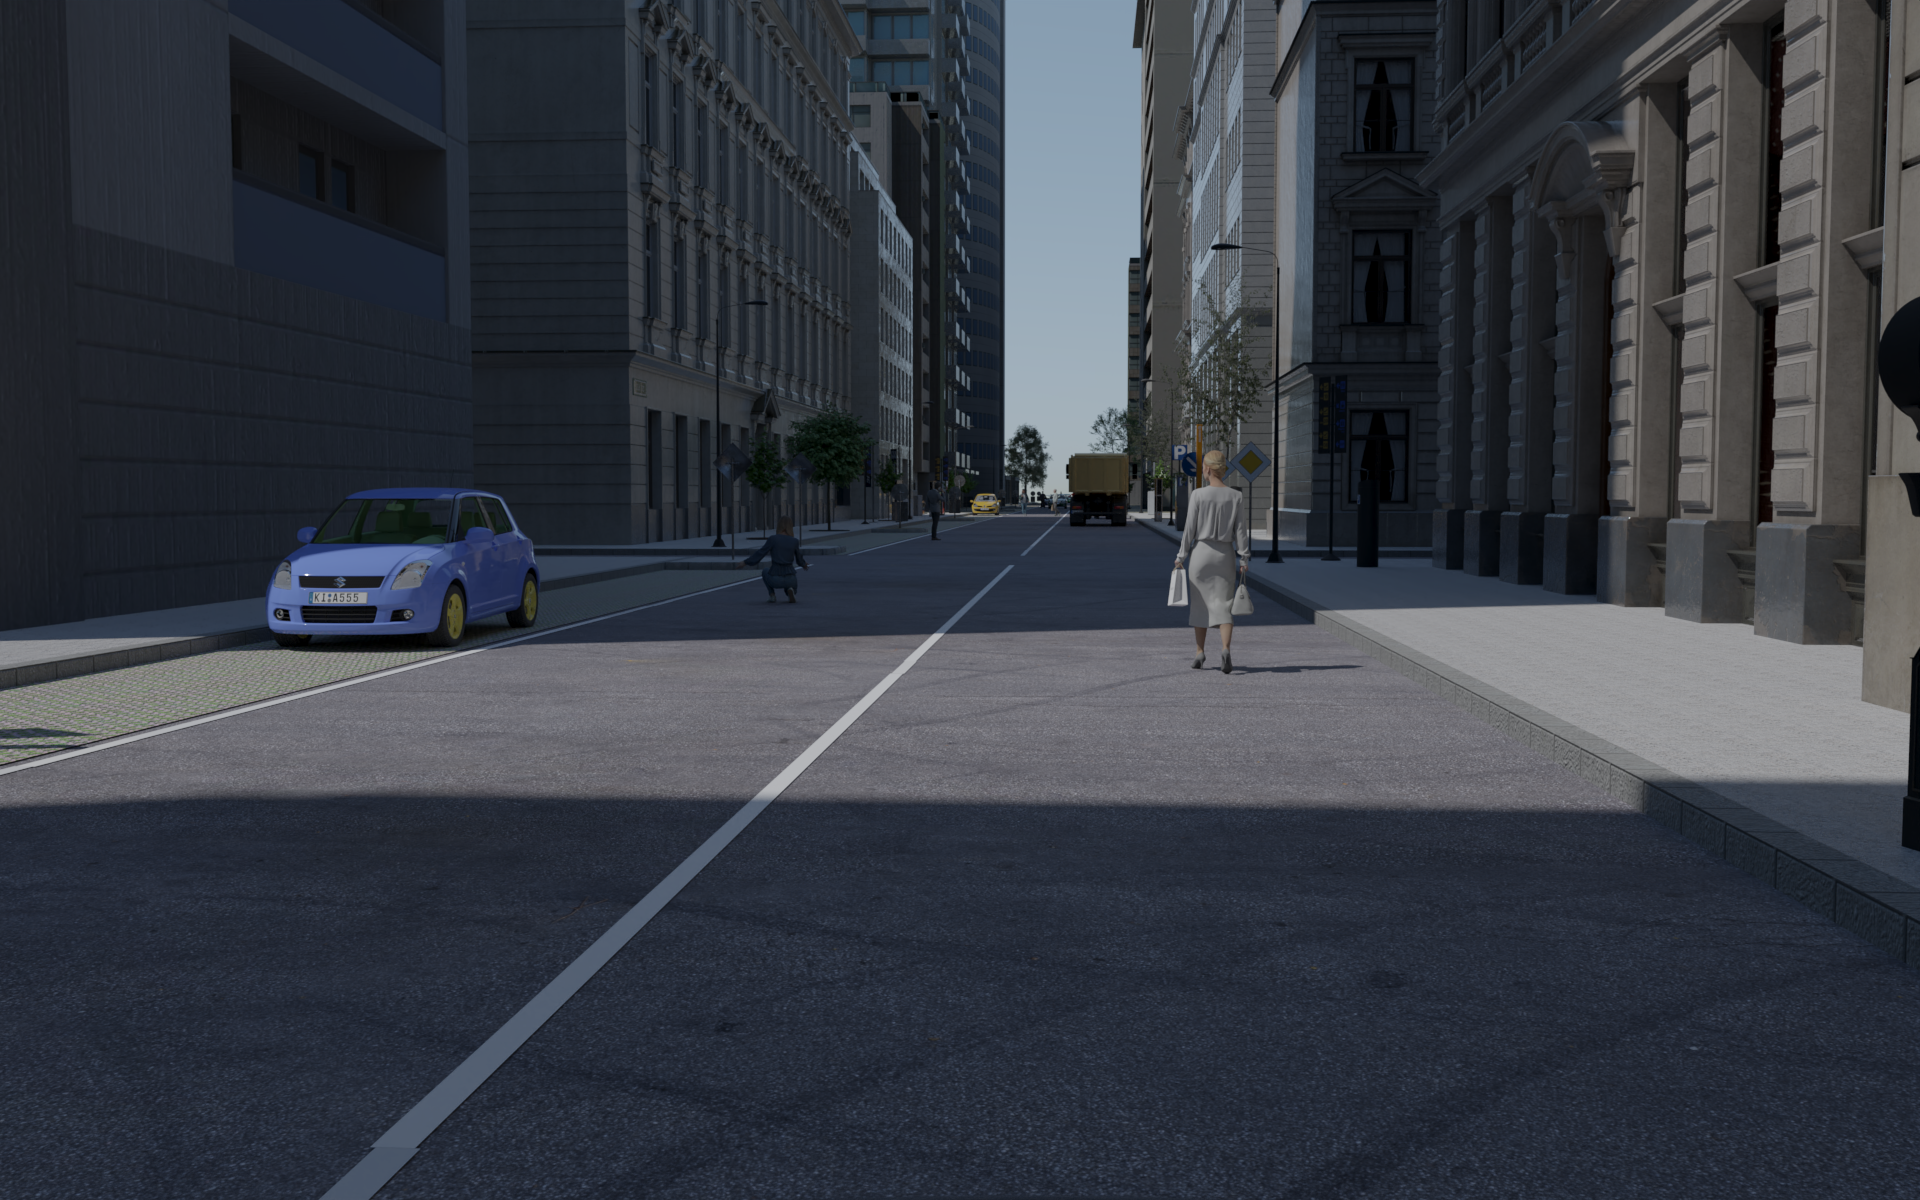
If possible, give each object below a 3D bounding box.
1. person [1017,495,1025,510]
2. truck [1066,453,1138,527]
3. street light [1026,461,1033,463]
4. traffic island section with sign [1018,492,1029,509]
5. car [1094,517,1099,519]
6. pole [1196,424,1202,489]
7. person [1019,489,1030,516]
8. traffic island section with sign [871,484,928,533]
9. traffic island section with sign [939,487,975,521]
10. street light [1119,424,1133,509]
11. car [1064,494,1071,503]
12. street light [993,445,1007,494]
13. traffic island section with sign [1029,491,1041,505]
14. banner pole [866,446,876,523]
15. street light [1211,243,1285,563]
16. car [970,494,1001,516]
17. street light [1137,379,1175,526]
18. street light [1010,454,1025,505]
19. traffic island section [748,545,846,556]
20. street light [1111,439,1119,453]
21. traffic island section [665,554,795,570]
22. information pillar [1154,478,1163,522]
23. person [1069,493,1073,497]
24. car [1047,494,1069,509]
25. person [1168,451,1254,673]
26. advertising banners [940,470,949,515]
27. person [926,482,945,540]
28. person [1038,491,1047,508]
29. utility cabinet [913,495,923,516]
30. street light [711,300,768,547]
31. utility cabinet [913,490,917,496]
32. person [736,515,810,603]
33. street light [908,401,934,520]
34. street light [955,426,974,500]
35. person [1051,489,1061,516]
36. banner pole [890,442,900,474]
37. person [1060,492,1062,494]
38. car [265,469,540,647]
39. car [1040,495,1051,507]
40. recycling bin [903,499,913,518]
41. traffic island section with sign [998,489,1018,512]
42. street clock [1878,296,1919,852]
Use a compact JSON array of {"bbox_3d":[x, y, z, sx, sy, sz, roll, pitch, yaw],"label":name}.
[{"bbox_3d":[5.680,-9.023,156.731,1.217,1.736,0.721,0,4,-1],"label":"person"},{"bbox_3d":[6.483,-5.155,80.209,3.469,3.379,9.791,0,4,6],"label":"truck"},{"bbox_3d":[9.730,-16.742,246.278,1.470,5.913,1.316,0,4,4],"label":"street light"},{"bbox_3d":[5.460,-9.777,168.482,1.989,1.847,2.006,0,4,4],"label":"traffic island section with sign"},{"bbox_3d":[8.693,-5.547,100.917,2.015,1.641,3.980,0,4,2],"label":"car"},{"bbox_3d":[6.999,-3.479,50.719,0.158,3.312,0.155,0,3,0],"label":"pole"},{"bbox_3d":[4.202,-6.413,113.702,0.623,1.781,0.721,-1,4,-22],"label":"person"},{"bbox_3d":[-2.208,-3.412,64.413,1.989,1.847,2.006,0,4,4],"label":"traffic island section with sign"},{"bbox_3d":[-0.226,-5.056,91.296,1.989,1.847,2.006,0,4,4],"label":"traffic island section with sign"},{"bbox_3d":[11.542,-8.736,115.368,1.470,5.913,1.316,0,4,4],"label":"street light"},{"bbox_3d":[14.193,-13.667,232.252,1.959,1.807,4.718,0,4,5],"label":"car"},{"bbox_3d":[3.733,-11.683,163.564,1.470,5.913,1.316,0,4,4],"label":"street light"},{"bbox_3d":[9.470,-13.112,223.009,1.989,1.847,2.006,0,4,4],"label":"traffic island section with sign"},{"bbox_3d":[-4.060,-5.402,78.331,0.401,3.779,0.863,-3,4,-38],"label":"banner pole"},{"bbox_3d":[5.343,-3.649,32.201,1.470,5.913,1.316,0,4,4],"label":"street light"},{"bbox_3d":[1.722,-6.409,115.008,2.015,1.641,3.980,0,4,3],"label":"car"},{"bbox_3d":[8.023,-5.964,70.046,1.470,5.913,1.316,0,4,4],"label":"street light"},{"bbox_3d":[6.451,-13.969,200.939,1.470,5.913,1.316,0,4,4],"label":"street light"},{"bbox_3d":[-3.869,-1.194,41.808,2.009,0.180,2.903,0,4,4],"label":"traffic island section"},{"bbox_3d":[13.729,-10.611,146.025,1.470,5.913,1.316,0,4,4],"label":"street light"},{"bbox_3d":[-4.455,-0.707,33.844,2.009,0.180,2.903,0,4,4],"label":"traffic island section"},{"bbox_3d":[9.227,-4.653,80.576,0.304,2.012,0.304,-1,4,-12],"label":"information pillar"},{"bbox_3d":[13.377,-11.964,204.066,1.348,1.831,0.705,1,4,22],"label":"person"},{"bbox_3d":[9.557,-9.639,169.389,2.131,1.459,4.920,0,4,4],"label":"car"},{"bbox_3d":[2.014,-0.311,13.933,0.694,1.780,0.624,1,4,11],"label":"person"},{"bbox_3d":[-1.016,-6.885,108.762,0.090,3.025,2.074,-1,4,-16],"label":"advertising banners"},{"bbox_3d":[-0.754,-2.754,53.711,0.473,1.802,0.592,-2,4,-29],"label":"person"},{"bbox_3d":[8.409,-10.203,175.867,0.990,1.755,0.434,1,4,23],"label":"person"},{"bbox_3d":[-2.474,-5.517,101.364,0.306,1.237,1.020,-1,4,-16],"label":"utility cabinet"},{"bbox_3d":[-5.289,-4.228,41.668,1.470,5.913,1.316,0,4,4],"label":"street light"},{"bbox_3d":[-3.188,-5.917,105.422,1.173,1.500,0.318,-1,4,-10],"label":"utility cabinet"},{"bbox_3d":[-2.465,-0.549,22.968,1.012,1.151,0.738,-1,4,-11],"label":"person"},{"bbox_3d":[-1.998,-7.001,87.006,1.470,5.913,1.316,0,4,4],"label":"street light"},{"bbox_3d":[0.260,-8.898,118.025,1.470,5.913,1.316,0,4,4],"label":"street light"},{"bbox_3d":[6.231,-6.332,112.515,0.515,1.767,0.782,-1,4,-8],"label":"person"},{"bbox_3d":[-3.114,-5.758,84.156,0.401,3.779,0.863,-3,5,-44],"label":"banner pole"},{"bbox_3d":[14.400,-14.592,247.167,1.348,1.812,0.705,-2,4,-31],"label":"person"},{"bbox_3d":[-5.472,-0.469,17.260,1.945,1.707,3.694,0,4,3],"label":"car"},{"bbox_3d":[9.814,-10.897,190.738,1.945,1.354,3.894,0,4,3],"label":"car"},{"bbox_3d":[-2.981,-4.940,93.331,0.722,1.027,0.722,-2,4,-28],"label":"recycling bin"},{"bbox_3d":[3.473,-8.133,141.600,1.989,1.847,2.006,0,4,4],"label":"traffic island section with sign"},{"bbox_3d":[3.531,-0.098,6.165,0.471,2.002,0.358,0,4,-7],"label":"street clock"}]
